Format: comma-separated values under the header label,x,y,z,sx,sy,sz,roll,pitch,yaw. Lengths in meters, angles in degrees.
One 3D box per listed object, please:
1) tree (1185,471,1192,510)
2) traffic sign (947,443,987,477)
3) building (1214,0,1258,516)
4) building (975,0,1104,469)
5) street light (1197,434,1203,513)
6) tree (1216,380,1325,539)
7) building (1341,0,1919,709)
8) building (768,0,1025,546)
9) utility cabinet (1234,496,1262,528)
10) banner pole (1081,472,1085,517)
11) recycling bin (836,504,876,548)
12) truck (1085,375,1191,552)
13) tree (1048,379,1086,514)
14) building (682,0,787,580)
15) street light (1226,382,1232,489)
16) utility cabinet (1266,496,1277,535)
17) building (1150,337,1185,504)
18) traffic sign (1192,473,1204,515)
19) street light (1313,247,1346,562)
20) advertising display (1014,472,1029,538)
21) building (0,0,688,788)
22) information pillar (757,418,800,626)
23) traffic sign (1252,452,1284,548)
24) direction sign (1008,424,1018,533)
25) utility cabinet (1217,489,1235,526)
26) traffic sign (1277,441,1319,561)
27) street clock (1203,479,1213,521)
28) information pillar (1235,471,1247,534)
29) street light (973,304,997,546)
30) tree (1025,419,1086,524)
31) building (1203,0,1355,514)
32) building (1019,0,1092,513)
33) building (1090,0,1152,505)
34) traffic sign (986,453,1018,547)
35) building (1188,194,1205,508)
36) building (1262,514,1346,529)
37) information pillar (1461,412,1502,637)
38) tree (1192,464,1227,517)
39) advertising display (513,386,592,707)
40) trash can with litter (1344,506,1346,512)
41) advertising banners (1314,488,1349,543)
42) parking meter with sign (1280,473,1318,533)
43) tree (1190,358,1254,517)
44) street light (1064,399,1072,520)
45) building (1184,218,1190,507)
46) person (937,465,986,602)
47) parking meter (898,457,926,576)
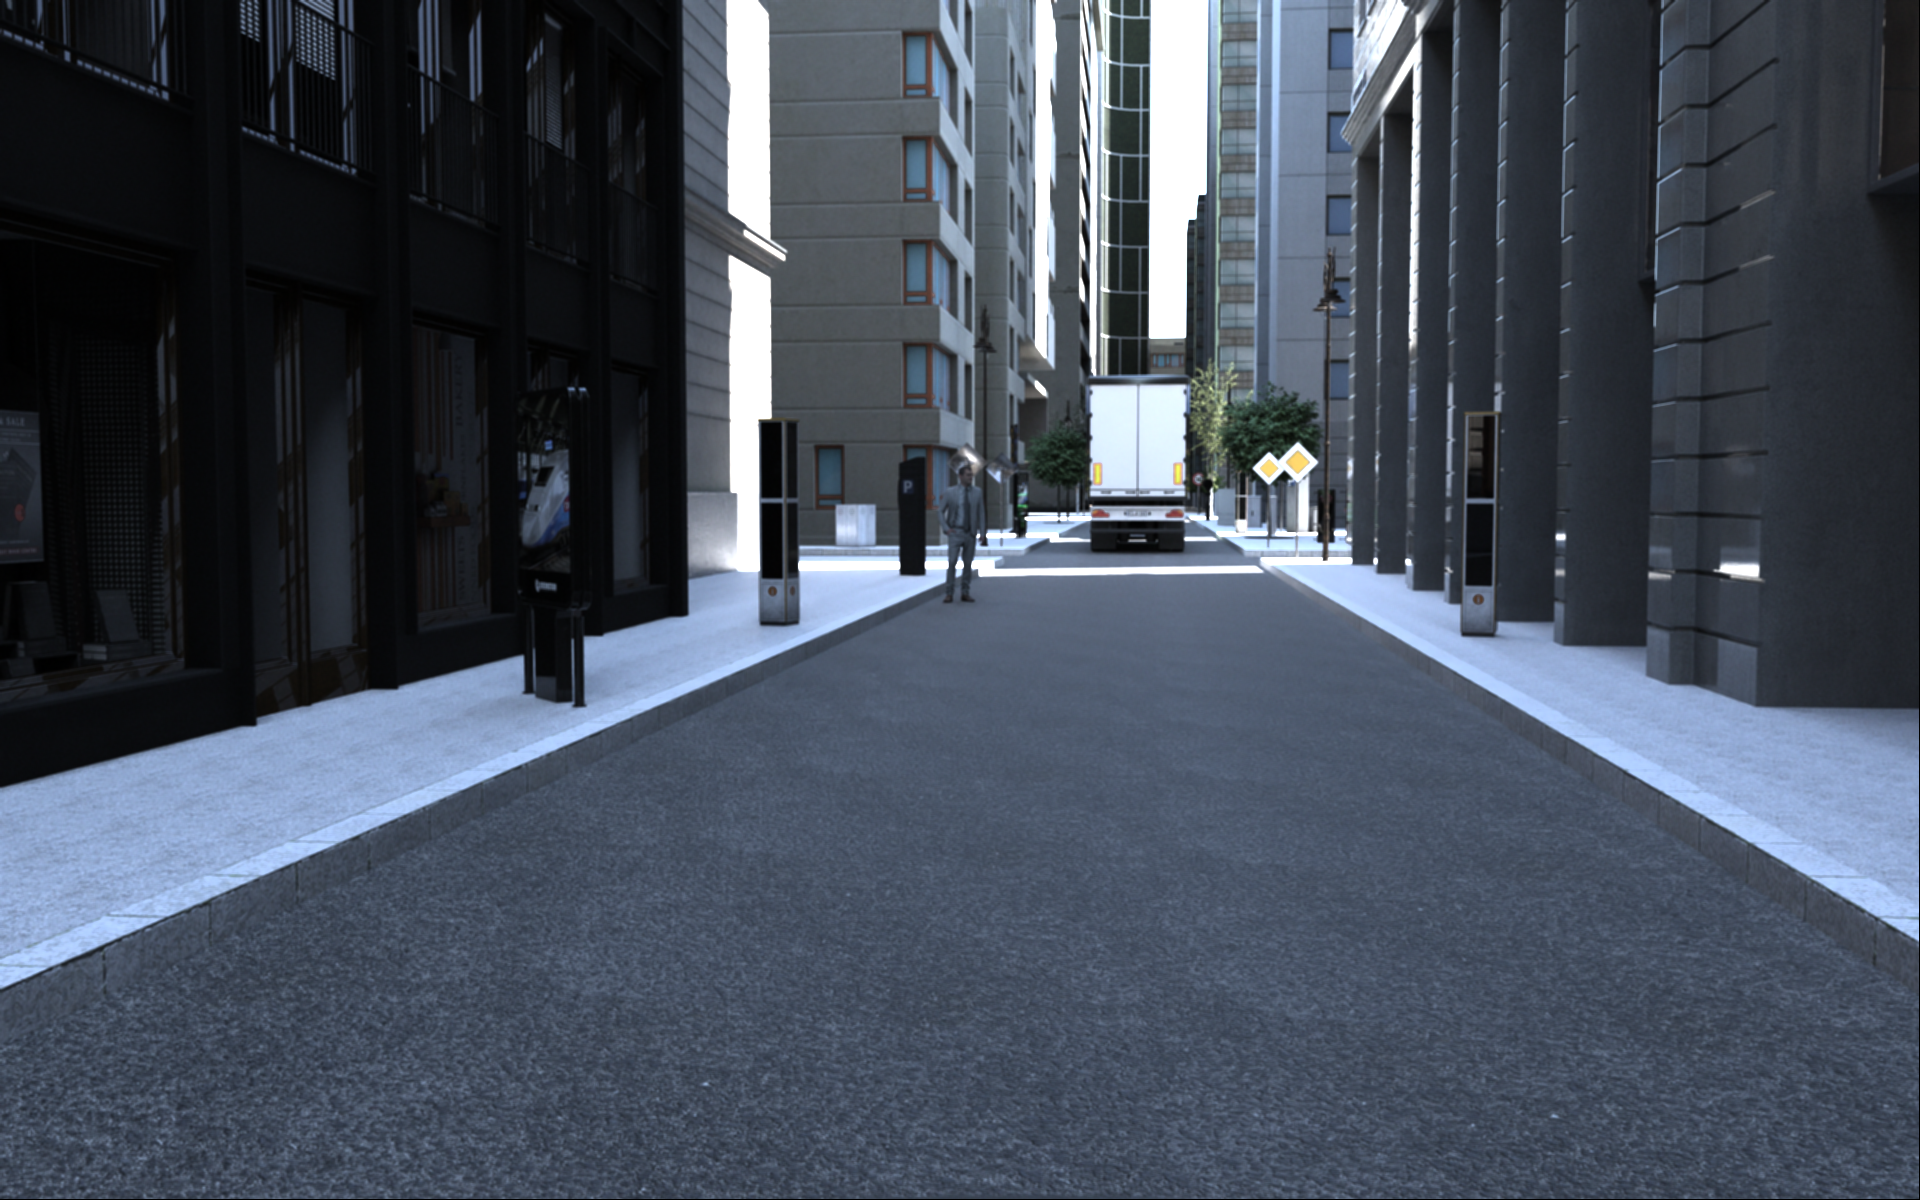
label,x,y,z,sx,sy,sz,roll,pitch,yaw
tree,17.972,-8.153,127.900,1.663,3.219,1.824,0,3,0
traffic sign,0.134,-1.844,33.792,0.795,2.450,0.064,0,4,6
building,22.937,-25.919,107.369,14.154,41.232,14.086,0,4,6
building,0.560,-36.014,178.061,27.495,52.752,28.713,0,4,6
street light,15.901,-8.681,114.726,0.468,5.910,1.993,0,4,6
tree,9.031,-4.065,50.180,4.285,4.588,4.351,0,3,0
building,10.928,-14.593,16.093,11.434,29.767,29.804,0,4,6
building,-12.665,-13.015,57.834,27.650,21.520,28.899,0,4,6
utility cabinet,11.005,-3.361,66.117,1.020,1.237,0.306,1,4,22
banner pole,6.818,-6.495,96.213,0.401,3.779,0.863,-1,4,-12
recycling bin,-2.525,-1.797,41.931,0.722,1.027,0.722,2,4,34
truck,4.783,-3.519,46.445,2.839,4.237,11.283,0,4,6
tree,7.286,-9.785,110.350,4.360,8.622,3.978,0,3,0
building,-15.116,-14.621,26.445,23.554,28.519,14.401,0,4,6
street light,11.141,-6.058,71.832,0.468,5.910,1.993,0,4,6
utility cabinet,9.834,-2.662,54.687,0.306,1.237,1.020,0,4,8
building,37.849,-22.498,212.882,28.899,21.520,27.650,0,4,6
traffic sign,14.276,-6.334,103.671,0.768,2.556,0.104,1,4,15
street light,6.923,-3.660,32.627,0.468,5.910,1.993,0,4,6
advertising display,1.791,-2.787,50.782,0.123,1.923,0.974,1,4,21
building,-9.845,-11.055,10.422,12.332,23.373,15.834,0,4,6
information pillar,-1.771,-0.762,16.943,0.304,2.012,0.304,1,4,21
traffic sign,7.309,-2.286,41.020,0.795,2.450,0.064,0,4,6
direction sign,1.767,-3.946,56.517,0.379,3.537,0.876,-1,4,-11
utility cabinet,10.822,-3.708,69.312,0.318,1.500,1.173,-3,4,-36
traffic sign,6.438,-1.801,33.082,0.795,2.450,0.064,0,4,6
street clock,12.024,-4.857,83.984,0.471,2.002,0.358,0,4,-5
information pillar,9.039,-3.132,55.698,0.304,2.012,0.304,-1,4,-9
street light,0.614,-4.256,42.366,0.468,5.910,1.993,0,4,6
tree,4.433,-5.643,75.979,4.285,4.588,4.351,0,3,0
building,31.260,-36.929,145.780,21.231,58.520,28.212,0,4,6
building,-1.343,-30.835,127.859,21.300,48.544,21.600,0,4,6
building,12.771,-47.187,209.760,20.611,71.187,20.563,0,4,6
traffic sign,1.005,-2.329,41.729,0.795,2.450,0.064,0,4,6
building,29.756,-24.241,168.047,14.160,30.474,14.107,0,4,6
building,23.661,-32.626,75.441,21.231,58.520,28.212,0,4,6
information pillar,4.704,-0.681,15.634,0.304,2.012,0.304,1,4,21
tree,14.334,-6.365,98.672,1.663,3.219,1.824,0,3,0
advertising display,-2.534,-0.338,10.748,0.123,1.923,0.974,-2,4,-34
trash can with litter,10.778,-2.179,47.019,0.624,1.170,1.055,1,4,18
advertising banners,10.296,-2.996,45.170,2.074,3.025,0.090,1,4,19
parking meter with sign,11.111,-3.704,56.825,1.738,3.016,0.543,-3,4,-38
tree,13.985,-8.829,94.718,4.737,8.622,4.395,0,3,0
street light,5.282,-6.843,84.666,0.468,5.910,1.993,0,4,6
building,30.713,-25.122,182.445,14.160,30.474,14.107,0,4,6
person,0.028,-0.885,23.070,0.635,1.810,0.391,-1,4,-22
parking meter,-0.760,-1.325,27.381,0.399,1.863,0.255,2,4,34
